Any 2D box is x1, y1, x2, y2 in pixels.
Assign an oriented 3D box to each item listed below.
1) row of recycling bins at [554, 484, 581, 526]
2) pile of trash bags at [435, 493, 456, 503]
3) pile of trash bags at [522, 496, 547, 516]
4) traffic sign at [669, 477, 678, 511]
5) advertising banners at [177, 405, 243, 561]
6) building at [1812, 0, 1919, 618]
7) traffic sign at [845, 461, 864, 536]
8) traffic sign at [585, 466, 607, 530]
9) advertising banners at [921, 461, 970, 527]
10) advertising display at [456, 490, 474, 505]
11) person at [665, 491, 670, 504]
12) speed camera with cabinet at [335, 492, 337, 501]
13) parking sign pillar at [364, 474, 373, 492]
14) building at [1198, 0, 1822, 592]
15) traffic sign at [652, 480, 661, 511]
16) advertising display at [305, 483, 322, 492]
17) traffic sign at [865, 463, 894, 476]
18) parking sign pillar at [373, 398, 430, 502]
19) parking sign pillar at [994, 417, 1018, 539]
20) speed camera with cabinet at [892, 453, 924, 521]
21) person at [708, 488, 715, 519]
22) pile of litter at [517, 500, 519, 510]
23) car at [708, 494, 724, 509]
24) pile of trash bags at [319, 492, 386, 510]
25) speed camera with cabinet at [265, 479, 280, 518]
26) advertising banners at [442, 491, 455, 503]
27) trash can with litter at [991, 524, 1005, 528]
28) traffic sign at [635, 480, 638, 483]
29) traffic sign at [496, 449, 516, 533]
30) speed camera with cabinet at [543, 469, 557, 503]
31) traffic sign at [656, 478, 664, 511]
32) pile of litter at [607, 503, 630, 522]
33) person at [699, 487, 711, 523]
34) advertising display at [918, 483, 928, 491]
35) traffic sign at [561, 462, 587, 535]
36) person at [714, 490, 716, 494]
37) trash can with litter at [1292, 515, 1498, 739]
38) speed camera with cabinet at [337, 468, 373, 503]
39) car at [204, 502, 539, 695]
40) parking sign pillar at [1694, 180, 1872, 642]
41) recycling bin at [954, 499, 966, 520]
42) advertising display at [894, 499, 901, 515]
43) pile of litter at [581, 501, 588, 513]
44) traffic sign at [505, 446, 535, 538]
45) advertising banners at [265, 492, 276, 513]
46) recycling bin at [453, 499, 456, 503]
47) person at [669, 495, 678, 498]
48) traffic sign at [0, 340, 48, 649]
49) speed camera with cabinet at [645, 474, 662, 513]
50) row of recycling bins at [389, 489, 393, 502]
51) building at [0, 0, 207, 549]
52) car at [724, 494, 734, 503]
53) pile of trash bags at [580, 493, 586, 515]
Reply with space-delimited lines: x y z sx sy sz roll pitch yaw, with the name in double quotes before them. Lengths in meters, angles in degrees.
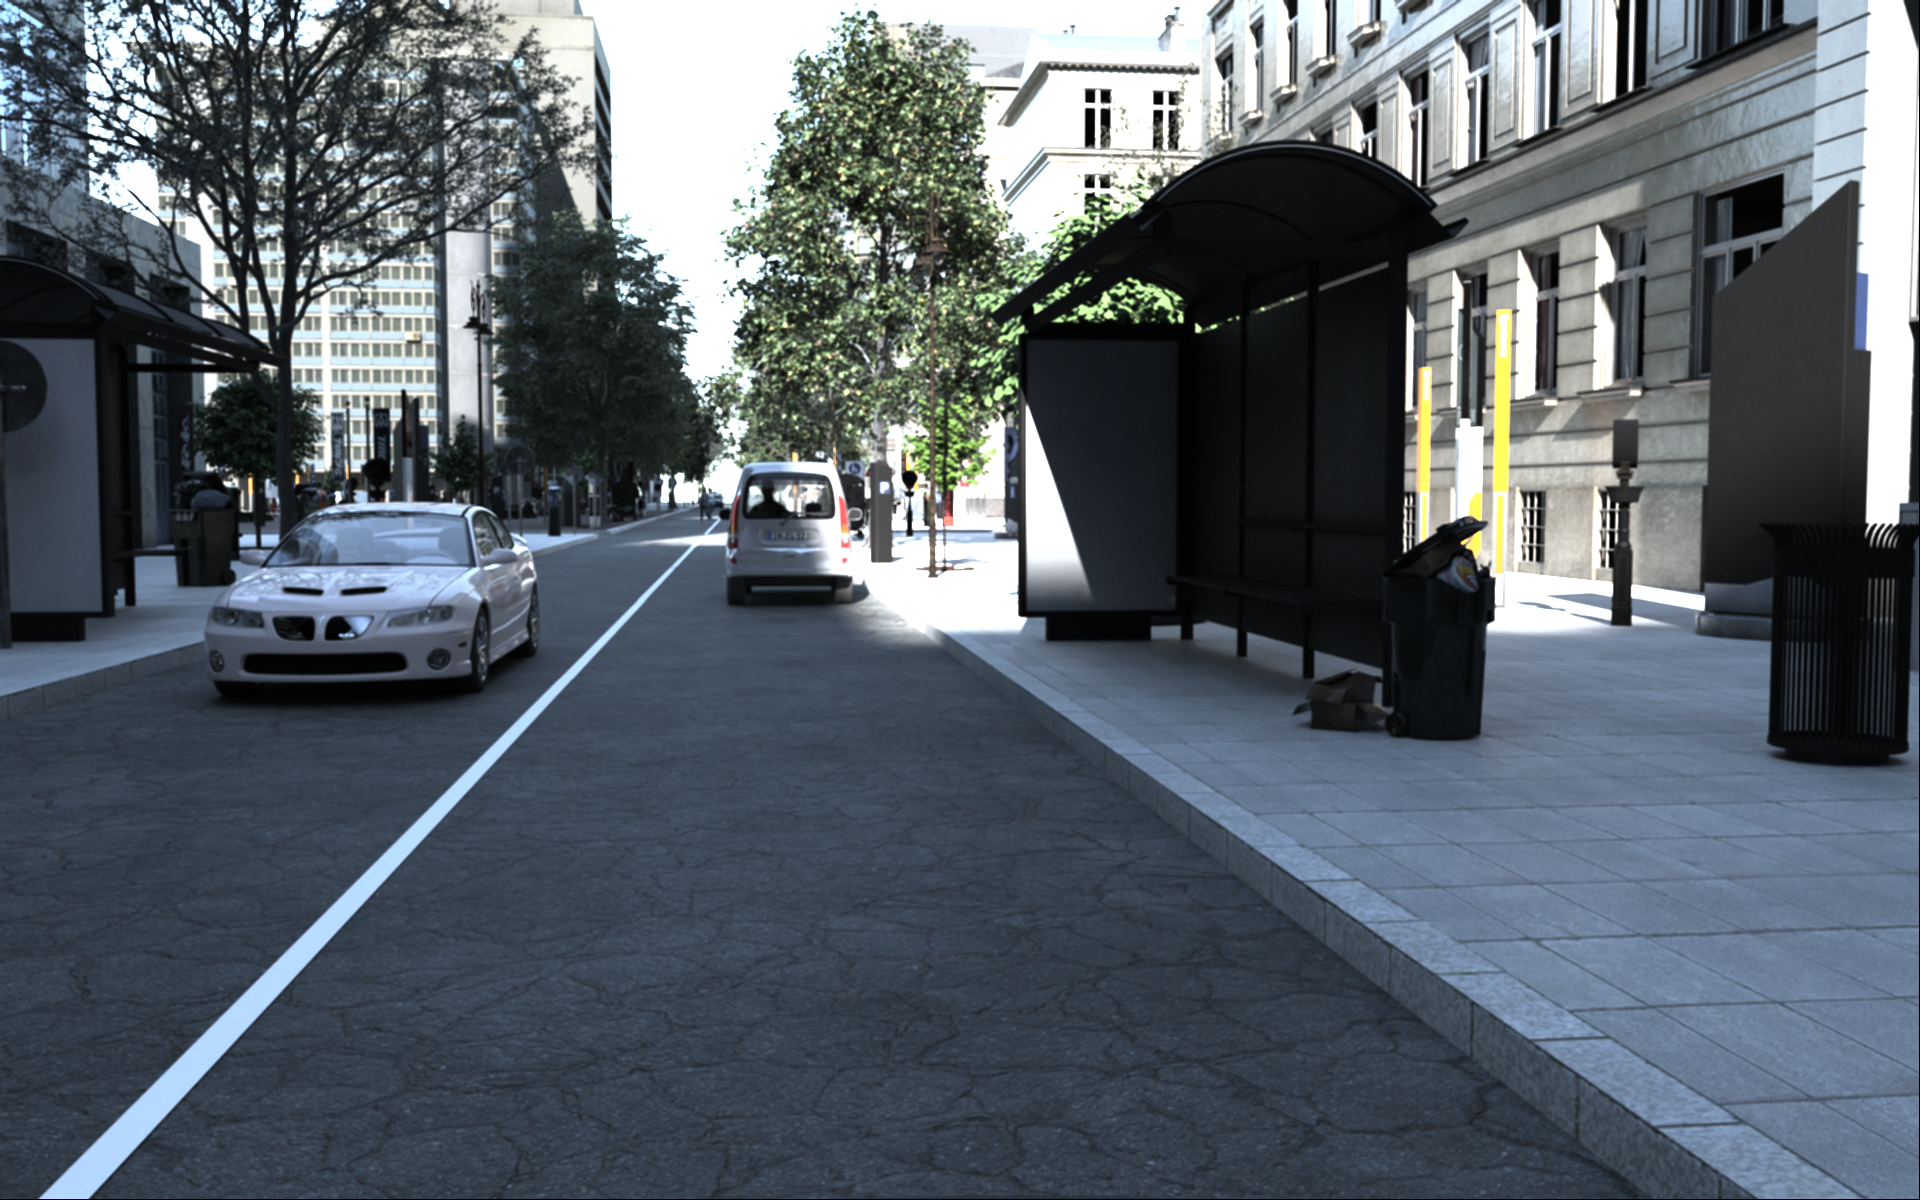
"row of recycling bins" -16.224 -3.898 70.843 1.069 1.692 3.534 -1 4 -20
"pile of trash bags" -31.454 -5.852 105.433 1.912 1.369 3.447 0 4 3
"pile of trash bags" -24.369 -5.620 101.634 3.447 1.369 1.912 3 4 38
"traffic sign" -22.039 -8.119 132.847 0.768 2.556 0.104 0 4 0
"advertising banners" -14.664 -2.300 33.794 2.074 3.025 0.090 2 4 35
"building" 16.248 -13.848 3.913 11.434 29.767 29.804 0 4 -7
"traffic sign" -3.213 -3.110 52.980 0.606 2.300 0.079 0 4 2
"traffic sign" -13.055 -3.578 62.145 0.795 2.450 0.064 0 4 -7
"advertising banners" -0.497 -4.376 67.733 2.074 3.025 0.090 -1 4 -13
"advertising display" -17.420 -3.409 60.949 0.974 1.923 0.123 3 5 41
"person" -36.385 -12.758 217.237 1.348 1.807 0.705 2 4 24
"speed camera with cabinet" -44.240 -7.894 123.396 0.660 3.252 2.038 -3 5 -39
"parking sign pillar" -44.185 -8.669 130.213 1.447 3.967 1.447 2 4 31
"building" 15.445 -12.284 34.127 16.112 22.955 30.059 0 4 -7
"traffic sign" -22.458 -7.713 128.235 0.606 2.300 0.079 0 4 -7
"advertising display" -36.610 -5.683 98.124 0.974 1.923 0.123 0 4 1
"traffic sign" -2.396 -3.162 51.708 0.884 2.594 0.081 0 4 1
"parking sign pillar" -15.580 -3.713 49.183 1.447 3.967 1.447 3 5 45
"parking sign pillar" 1.698 -3.751 49.805 1.447 3.967 1.447 -1 4 -18
"speed camera with cabinet" -2.471 -5.431 83.126 2.038 3.252 0.660 3 4 36
"person" -14.135 -5.477 98.312 0.793 1.790 0.793 -2 4 -27
"pile of litter" -31.017 -6.678 123.150 1.176 0.858 1.719 -2 4 -28
"car" -24.551 -9.989 173.104 2.009 1.686 4.222 0 4 -5
"pile of trash bags" -28.278 -4.297 80.010 3.447 1.369 1.912 1 4 12
"speed camera with cabinet" -40.942 -6.719 104.190 2.038 3.252 0.660 3 4 36
"advertising banners" -29.208 -6.323 99.568 0.090 3.025 2.074 1 4 14
"trash can with litter" 2.176 -3.351 65.843 2.233 1.210 1.678 3 5 42
"traffic sign" -24.055 -7.822 127.887 0.884 2.594 0.081 0 4 1
"traffic sign" -12.789 -2.999 49.148 0.768 2.556 0.104 0 3 0
"speed camera with cabinet" -27.494 -7.447 116.094 0.660 3.252 2.038 -2 4 -25
"traffic sign" -23.465 -8.258 135.120 0.768 2.556 0.104 0 4 -5
"pile of litter" -15.772 -4.017 79.650 1.176 0.858 1.719 -1 4 -18
"person" -12.524 -4.688 85.329 0.709 1.800 0.728 2 4 32
"advertising display" -2.315 -6.031 103.819 0.974 1.923 0.123 3 4 36
"traffic sign" -12.068 -3.093 54.220 0.795 2.450 0.064 0 4 -7
"person" -26.276 -10.851 185.916 0.705 1.824 1.348 0 4 4
"trash can with litter" 2.307 0.130 9.264 1.055 1.170 0.624 2 4 33
"speed camera with cabinet" -39.747 -7.318 113.993 2.038 3.252 0.660 0 4 7
"car" -4.533 -0.095 13.919 2.083 1.381 4.827 0 4 -6
"parking sign pillar" 7.456 -1.660 15.613 1.447 3.967 1.447 -2 4 -32
"recycling bin" -0.114 -4.407 84.602 0.722 1.027 0.722 1 4 9
"advertising display" -4.101 -6.268 107.700 0.974 1.923 0.123 -3 4 -38
"pile of litter" -25.740 -6.330 117.462 1.176 0.858 1.719 -1 4 -22
"traffic sign" -11.567 -2.780 45.566 0.768 2.556 0.104 0 4 -6
"advertising banners" -47.637 -7.586 120.218 0.090 3.025 2.074 1 4 21
"recycling bin" -28.060 -5.189 97.402 0.722 1.027 0.722 -2 4 -35
"person" -35.718 -12.622 215.654 1.217 1.735 0.721 0 4 -2
"traffic sign" -7.931 -0.870 14.324 0.768 2.556 0.104 0 4 -4
"speed camera with cabinet" -21.444 -7.604 118.654 2.038 3.252 0.660 -2 4 -33
"row of recycling bins" -39.893 -7.118 123.490 1.069 1.692 3.534 0 4 -4
"building" -33.608 -43.848 29.580 31.000 86.520 22.319 0 4 -7
"car" -36.339 -16.029 271.668 1.945 1.707 3.694 0 4 -7
"pile of trash bags" -23.985 -6.022 108.210 3.447 1.369 1.912 -2 4 -31
